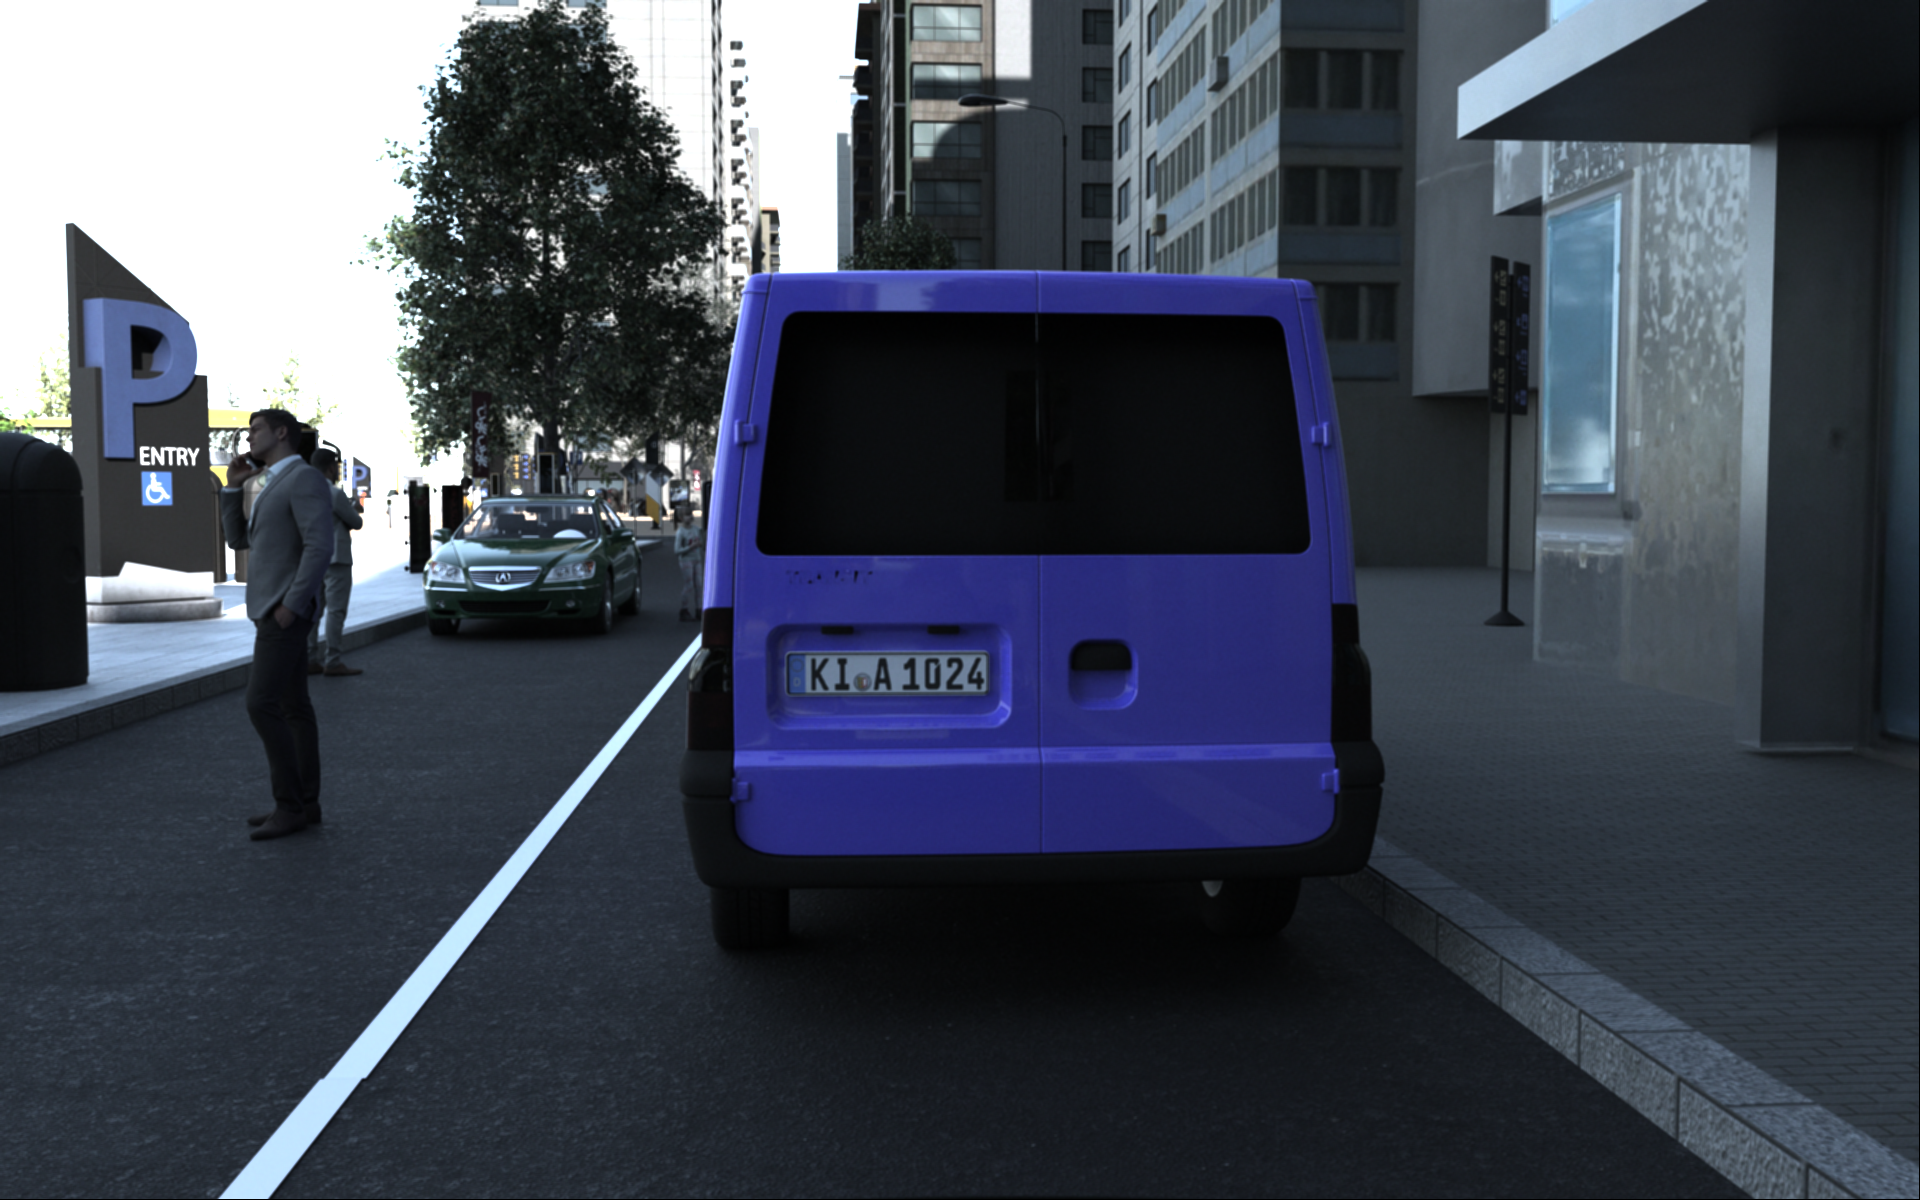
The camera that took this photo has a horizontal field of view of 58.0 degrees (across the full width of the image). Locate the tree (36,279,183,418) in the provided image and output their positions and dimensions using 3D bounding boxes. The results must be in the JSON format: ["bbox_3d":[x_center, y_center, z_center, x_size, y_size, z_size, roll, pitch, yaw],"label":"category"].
[{"bbox_3d":[-28.427,-6.656,59.181,4.737,8.622,4.395,0,3,0],"label":"tree"}]

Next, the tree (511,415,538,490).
[{"bbox_3d":[-27.622,-9.436,104.641,4.360,8.622,3.978,0,3,0],"label":"tree"}]

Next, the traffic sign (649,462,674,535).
[{"bbox_3d":[-9.377,-3.107,54.445,0.795,2.450,0.064,0,4,-5],"label":"traffic sign"}]

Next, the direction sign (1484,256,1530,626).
[{"bbox_3d":[5.335,-1.522,16.875,0.379,3.537,0.876,3,5,40],"label":"direction sign"}]

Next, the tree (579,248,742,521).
[{"bbox_3d":[-13.314,-10.601,83.692,12.009,13.543,11.850,0,3,0],"label":"tree"}]

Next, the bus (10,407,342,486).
[{"bbox_3d":[-24.310,-3.544,49.498,12.252,3.916,2.896,0,4,-4],"label":"bus"}]

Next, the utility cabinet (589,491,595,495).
[{"bbox_3d":[-22.809,-6.033,107.322,0.318,1.500,1.173,0,4,-8],"label":"utility cabinet"}]

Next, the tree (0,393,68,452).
[{"bbox_3d":[-18.367,-2.365,33.271,1.663,3.219,1.824,0,3,0],"label":"tree"}]

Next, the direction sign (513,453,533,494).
[{"bbox_3d":[-24.358,-6.366,96.086,0.876,3.537,0.379,0,4,-1],"label":"direction sign"}]

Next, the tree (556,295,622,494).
[{"bbox_3d":[-12.996,-6.584,58.014,4.737,8.622,4.395,0,3,0],"label":"tree"}]

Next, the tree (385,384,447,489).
[{"bbox_3d":[-33.947,-9.718,109.254,4.737,8.622,4.395,0,3,0],"label":"tree"}]

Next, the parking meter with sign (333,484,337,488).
[{"bbox_3d":[-35.426,-6.199,97.606,0.543,3.016,1.738,1,4,11],"label":"parking meter with sign"}]

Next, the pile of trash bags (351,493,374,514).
[{"bbox_3d":[-39.168,-6.356,113.669,1.912,1.369,3.447,-1,4,-20],"label":"pile of trash bags"}]

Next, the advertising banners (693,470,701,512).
[{"bbox_3d":[-18.286,-7.902,125.381,2.074,3.025,0.090,0,4,1],"label":"advertising banners"}]

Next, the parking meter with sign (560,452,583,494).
[{"bbox_3d":[-16.282,-4.619,71.775,0.543,3.016,1.738,-3,5,-40],"label":"parking meter with sign"}]

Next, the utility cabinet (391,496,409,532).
[{"bbox_3d":[-18.655,-2.896,58.508,0.306,1.237,1.020,3,5,43],"label":"utility cabinet"}]

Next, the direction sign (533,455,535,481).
[{"bbox_3d":[-25.071,-6.692,101.412,0.876,3.537,0.379,2,4,25],"label":"direction sign"}]

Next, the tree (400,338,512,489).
[{"bbox_3d":[-22.022,-7.623,74.995,4.360,8.622,3.978,0,3,0],"label":"tree"}]

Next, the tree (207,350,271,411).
[{"bbox_3d":[-37.197,-8.415,87.941,4.360,8.622,3.978,0,3,0],"label":"tree"}]

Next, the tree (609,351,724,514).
[{"bbox_3d":[-14.171,-10.123,99.917,8.767,10.594,7.601,2,4,26],"label":"tree"}]

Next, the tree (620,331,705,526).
[{"bbox_3d":[-12.160,-7.251,68.921,4.360,8.622,3.978,0,3,0],"label":"tree"}]

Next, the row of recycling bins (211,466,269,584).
[{"bbox_3d":[-11.419,-1.076,24.705,3.534,1.692,1.069,-1,4,-21],"label":"row of recycling bins"}]

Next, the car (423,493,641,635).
[{"bbox_3d":[-4.629,-0.455,19.229,2.131,1.459,4.920,0,4,-4],"label":"car"}]

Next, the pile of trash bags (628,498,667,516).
[{"bbox_3d":[-17.471,-5.545,100.412,3.447,1.369,1.912,-1,4,-19],"label":"pile of trash bags"}]

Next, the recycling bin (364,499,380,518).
[{"bbox_3d":[-31.144,-4.842,91.717,0.722,1.027,0.722,-1,4,-22],"label":"recycling bin"}]

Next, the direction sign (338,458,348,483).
[{"bbox_3d":[-39.097,-7.199,109.705,0.876,3.537,0.379,2,4,26],"label":"direction sign"}]

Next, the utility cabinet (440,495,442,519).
[{"bbox_3d":[-26.295,-4.786,89.408,1.020,1.237,0.306,-2,4,-24],"label":"utility cabinet"}]

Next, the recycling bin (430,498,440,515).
[{"bbox_3d":[-31.896,-5.666,105.188,0.722,1.027,0.722,0,4,6],"label":"recycling bin"}]

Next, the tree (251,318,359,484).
[{"bbox_3d":[-27.702,-7.475,72.575,4.737,8.622,4.395,0,3,0],"label":"tree"}]

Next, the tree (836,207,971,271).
[{"bbox_3d":[-2.166,-9.326,69.490,9.611,12.733,9.660,0,3,0],"label":"tree"}]

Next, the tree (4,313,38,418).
[{"bbox_3d":[-36.161,-7.469,72.473,4.737,8.622,4.395,0,3,0],"label":"tree"}]

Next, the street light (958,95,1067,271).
[{"bbox_3d":[0.681,-2.925,20.359,1.470,5.913,1.316,0,4,-5],"label":"street light"}]

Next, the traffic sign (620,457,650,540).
[{"bbox_3d":[-8.726,-2.620,46.486,0.795,2.450,0.064,0,4,-5],"label":"traffic sign"}]

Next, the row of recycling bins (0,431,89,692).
[{"bbox_3d":[-7.005,-0.199,10.366,1.069,1.692,3.534,2,4,33],"label":"row of recycling bins"}]

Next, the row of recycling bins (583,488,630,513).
[{"bbox_3d":[-24.265,-6.841,118.958,3.534,1.692,1.069,1,4,17],"label":"row of recycling bins"}]

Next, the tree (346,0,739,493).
[{"bbox_3d":[-9.348,-7.491,39.488,9.611,12.733,9.660,0,3,0],"label":"tree"}]

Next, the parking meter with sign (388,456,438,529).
[{"bbox_3d":[-20.284,-4.154,64.173,1.738,3.016,0.543,-3,4,-39],"label":"parking meter with sign"}]

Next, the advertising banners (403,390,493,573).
[{"bbox_3d":[-8.463,-1.994,28.794,0.090,3.025,2.074,2,4,27],"label":"advertising banners"}]

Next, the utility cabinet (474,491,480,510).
[{"bbox_3d":[-29.791,-6.082,108.112,1.173,1.500,0.318,2,4,28],"label":"utility cabinet"}]

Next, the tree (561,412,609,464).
[{"bbox_3d":[-21.928,-10.894,112.529,8.767,10.594,7.601,0,4,-2],"label":"tree"}]
